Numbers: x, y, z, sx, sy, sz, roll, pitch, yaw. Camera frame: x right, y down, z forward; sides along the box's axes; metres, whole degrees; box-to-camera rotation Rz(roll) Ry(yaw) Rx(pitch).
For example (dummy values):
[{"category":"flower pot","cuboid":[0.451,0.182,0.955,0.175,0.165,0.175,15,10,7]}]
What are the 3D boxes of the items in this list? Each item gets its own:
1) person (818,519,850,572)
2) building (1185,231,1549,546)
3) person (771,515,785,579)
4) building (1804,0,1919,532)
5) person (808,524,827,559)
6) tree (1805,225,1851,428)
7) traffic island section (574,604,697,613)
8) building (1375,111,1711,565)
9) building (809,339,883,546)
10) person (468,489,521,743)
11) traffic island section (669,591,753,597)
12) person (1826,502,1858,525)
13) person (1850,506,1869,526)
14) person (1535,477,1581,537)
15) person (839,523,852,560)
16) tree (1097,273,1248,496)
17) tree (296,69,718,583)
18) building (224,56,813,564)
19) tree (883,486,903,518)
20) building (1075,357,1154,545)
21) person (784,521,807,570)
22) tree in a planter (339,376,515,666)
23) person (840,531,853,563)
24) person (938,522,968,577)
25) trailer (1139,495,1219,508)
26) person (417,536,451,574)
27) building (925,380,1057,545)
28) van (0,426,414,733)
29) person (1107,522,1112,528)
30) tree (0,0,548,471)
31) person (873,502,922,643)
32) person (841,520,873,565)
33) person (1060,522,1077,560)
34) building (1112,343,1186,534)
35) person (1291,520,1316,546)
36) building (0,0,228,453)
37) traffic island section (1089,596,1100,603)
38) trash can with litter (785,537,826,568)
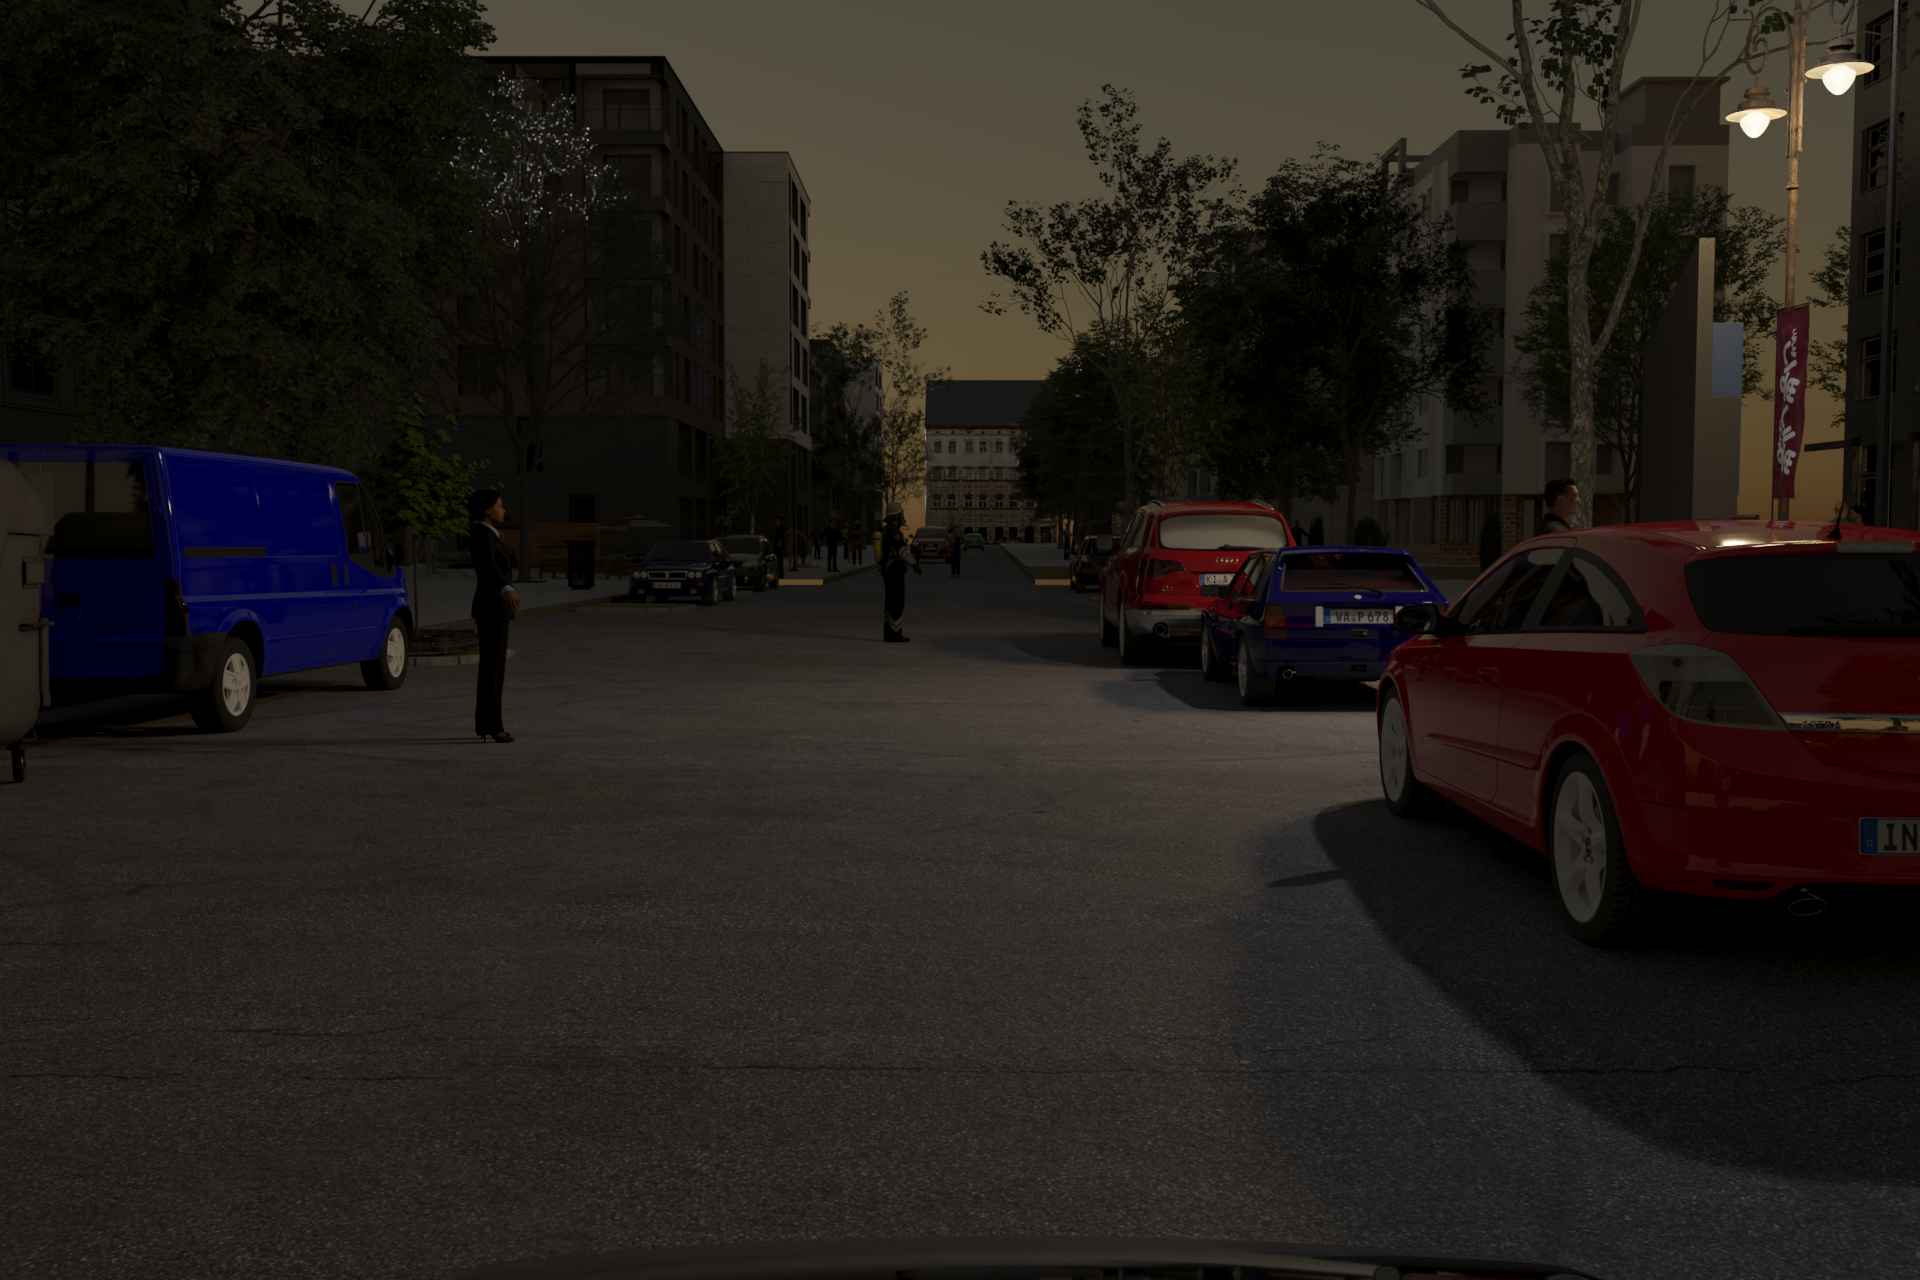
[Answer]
[{"category":"person","cuboid":[-4.298,-3.203,58.562,1.347,1.806,0.705,-3,5,-42]},{"category":"building","cuboid":[24.524,-14.875,109.656,16.747,18.905,31.486,0,4,1]},{"category":"person","cuboid":[-5.202,-2.668,49.563,0.705,1.837,1.347,-1,4,-15]},{"category":"building","cuboid":[25.977,-12.954,30.219,11.959,24.771,22.079,0,4,1]},{"category":"person","cuboid":[-7.288,-5.058,88.827,1.348,1.813,0.705,2,4,34]},{"category":"tree","cuboid":[29.267,-7.697,51.600,9.928,11.665,9.643,0,3,0]},{"category":"traffic island section","cuboid":[-6.012,-0.590,32.506,1.991,0.108,1.994,0,4,2]},{"category":"building","cuboid":[25.621,-13.921,84.027,16.016,20.090,11.380,0,4,1]},{"category":"building","cuboid":[-23.821,-21.660,198.108,27.936,21.610,32.646,0,4,1]},{"category":"person","cuboid":[-3.172,-0.173,12.004,0.721,1.740,1.216,-1,4,-20]},{"category":"traffic island section","cuboid":[-5.887,-1.070,40.365,1.991,0.108,1.994,0,4,2]},{"category":"person","cuboid":[12.963,-1.158,25.530,0.434,1.755,0.990,-3,4,-39]},{"category":"person","cuboid":[14.199,-1.274,27.633,0.721,1.737,1.217,1,4,21]},{"category":"person","cuboid":[4.068,-0.190,11.693,0.704,1.812,1.346,1,4,14]},{"category":"person","cuboid":[-5.687,-4.982,87.424,1.349,1.833,0.705,3,5,44]},{"category":"tree","cuboid":[6.113,-6.082,49.807,4.737,8.622,4.395,0,3,0]},{"category":"tree","cuboid":[-11.504,-8.268,45.555,12.009,13.543,11.850,0,3,0]},{"category":"building","cuboid":[-23.117,-15.091,90.705,27.936,21.610,32.646,0,3,0]},{"category":"tree","cuboid":[-9.395,-17.907,243.136,4.360,8.622,3.978,0,3,0]},{"category":"building","cuboid":[28.133,-22.765,216.179,27.936,21.610,32.646,0,4,1]},{"category":"person","cuboid":[-5.961,-3.338,61.387,1.217,1.733,0.721,-2,4,-28]},{"category":"tree in a planter","cuboid":[-6.219,-1.376,19.724,1.991,3.239,1.994,0,4,2]},{"category":"person","cuboid":[-4.882,-4.146,77.059,0.991,1.433,0.599,-2,4,-27]},{"category":"person","cuboid":[-0.179,-3.033,57.910,0.705,1.847,1.347,3,5,45]},{"category":"trailer","cuboid":[3.394,-1.257,27.609,1.471,1.999,3.904,0,4,1]},{"category":"person","cuboid":[-16.775,-2.990,55.066,0.705,1.806,1.347,2,4,29]},{"category":"building","cuboid":[4.256,-25.191,245.265,18.063,23.208,19.493,0,3,0]},{"category":"van","cuboid":[-6.130,-0.599,14.180,2.240,2.365,5.245,0,4,1]},{"category":"person","cuboid":[6.612,-4.290,76.286,0.704,1.843,1.345,0,4,2]},{"category":"tree","cuboid":[-11.410,-7.386,27.416,9.857,13.997,8.962,0,3,0]},{"category":"person","cuboid":[-0.847,-0.902,22.984,0.705,1.856,1.354,-1,4,-22]},{"category":"person","cuboid":[-4.257,-4.035,71.736,1.354,1.858,0.705,0,4,-1]},{"category":"person","cuboid":[5.241,-4.801,84.359,0.705,1.847,1.347,-2,4,-32]},{"category":"building","cuboid":[25.808,-21.343,179.882,19.493,23.208,18.063,0,4,1]},{"category":"person","cuboid":[12.396,-3.514,63.672,1.346,1.802,0.704,0,4,-5]},{"category":"building","cuboid":[-28.189,-15.015,39.007,14.314,27.812,24.014,0,4,0]},{"category":"traffic island section","cuboid":[3.753,-0.843,36.649,1.991,0.108,1.994,0,4,1]},{"category":"trash can with litter","cuboid":[-5.901,-3.417,66.922,1.678,1.210,2.233,0,4,2]}]
